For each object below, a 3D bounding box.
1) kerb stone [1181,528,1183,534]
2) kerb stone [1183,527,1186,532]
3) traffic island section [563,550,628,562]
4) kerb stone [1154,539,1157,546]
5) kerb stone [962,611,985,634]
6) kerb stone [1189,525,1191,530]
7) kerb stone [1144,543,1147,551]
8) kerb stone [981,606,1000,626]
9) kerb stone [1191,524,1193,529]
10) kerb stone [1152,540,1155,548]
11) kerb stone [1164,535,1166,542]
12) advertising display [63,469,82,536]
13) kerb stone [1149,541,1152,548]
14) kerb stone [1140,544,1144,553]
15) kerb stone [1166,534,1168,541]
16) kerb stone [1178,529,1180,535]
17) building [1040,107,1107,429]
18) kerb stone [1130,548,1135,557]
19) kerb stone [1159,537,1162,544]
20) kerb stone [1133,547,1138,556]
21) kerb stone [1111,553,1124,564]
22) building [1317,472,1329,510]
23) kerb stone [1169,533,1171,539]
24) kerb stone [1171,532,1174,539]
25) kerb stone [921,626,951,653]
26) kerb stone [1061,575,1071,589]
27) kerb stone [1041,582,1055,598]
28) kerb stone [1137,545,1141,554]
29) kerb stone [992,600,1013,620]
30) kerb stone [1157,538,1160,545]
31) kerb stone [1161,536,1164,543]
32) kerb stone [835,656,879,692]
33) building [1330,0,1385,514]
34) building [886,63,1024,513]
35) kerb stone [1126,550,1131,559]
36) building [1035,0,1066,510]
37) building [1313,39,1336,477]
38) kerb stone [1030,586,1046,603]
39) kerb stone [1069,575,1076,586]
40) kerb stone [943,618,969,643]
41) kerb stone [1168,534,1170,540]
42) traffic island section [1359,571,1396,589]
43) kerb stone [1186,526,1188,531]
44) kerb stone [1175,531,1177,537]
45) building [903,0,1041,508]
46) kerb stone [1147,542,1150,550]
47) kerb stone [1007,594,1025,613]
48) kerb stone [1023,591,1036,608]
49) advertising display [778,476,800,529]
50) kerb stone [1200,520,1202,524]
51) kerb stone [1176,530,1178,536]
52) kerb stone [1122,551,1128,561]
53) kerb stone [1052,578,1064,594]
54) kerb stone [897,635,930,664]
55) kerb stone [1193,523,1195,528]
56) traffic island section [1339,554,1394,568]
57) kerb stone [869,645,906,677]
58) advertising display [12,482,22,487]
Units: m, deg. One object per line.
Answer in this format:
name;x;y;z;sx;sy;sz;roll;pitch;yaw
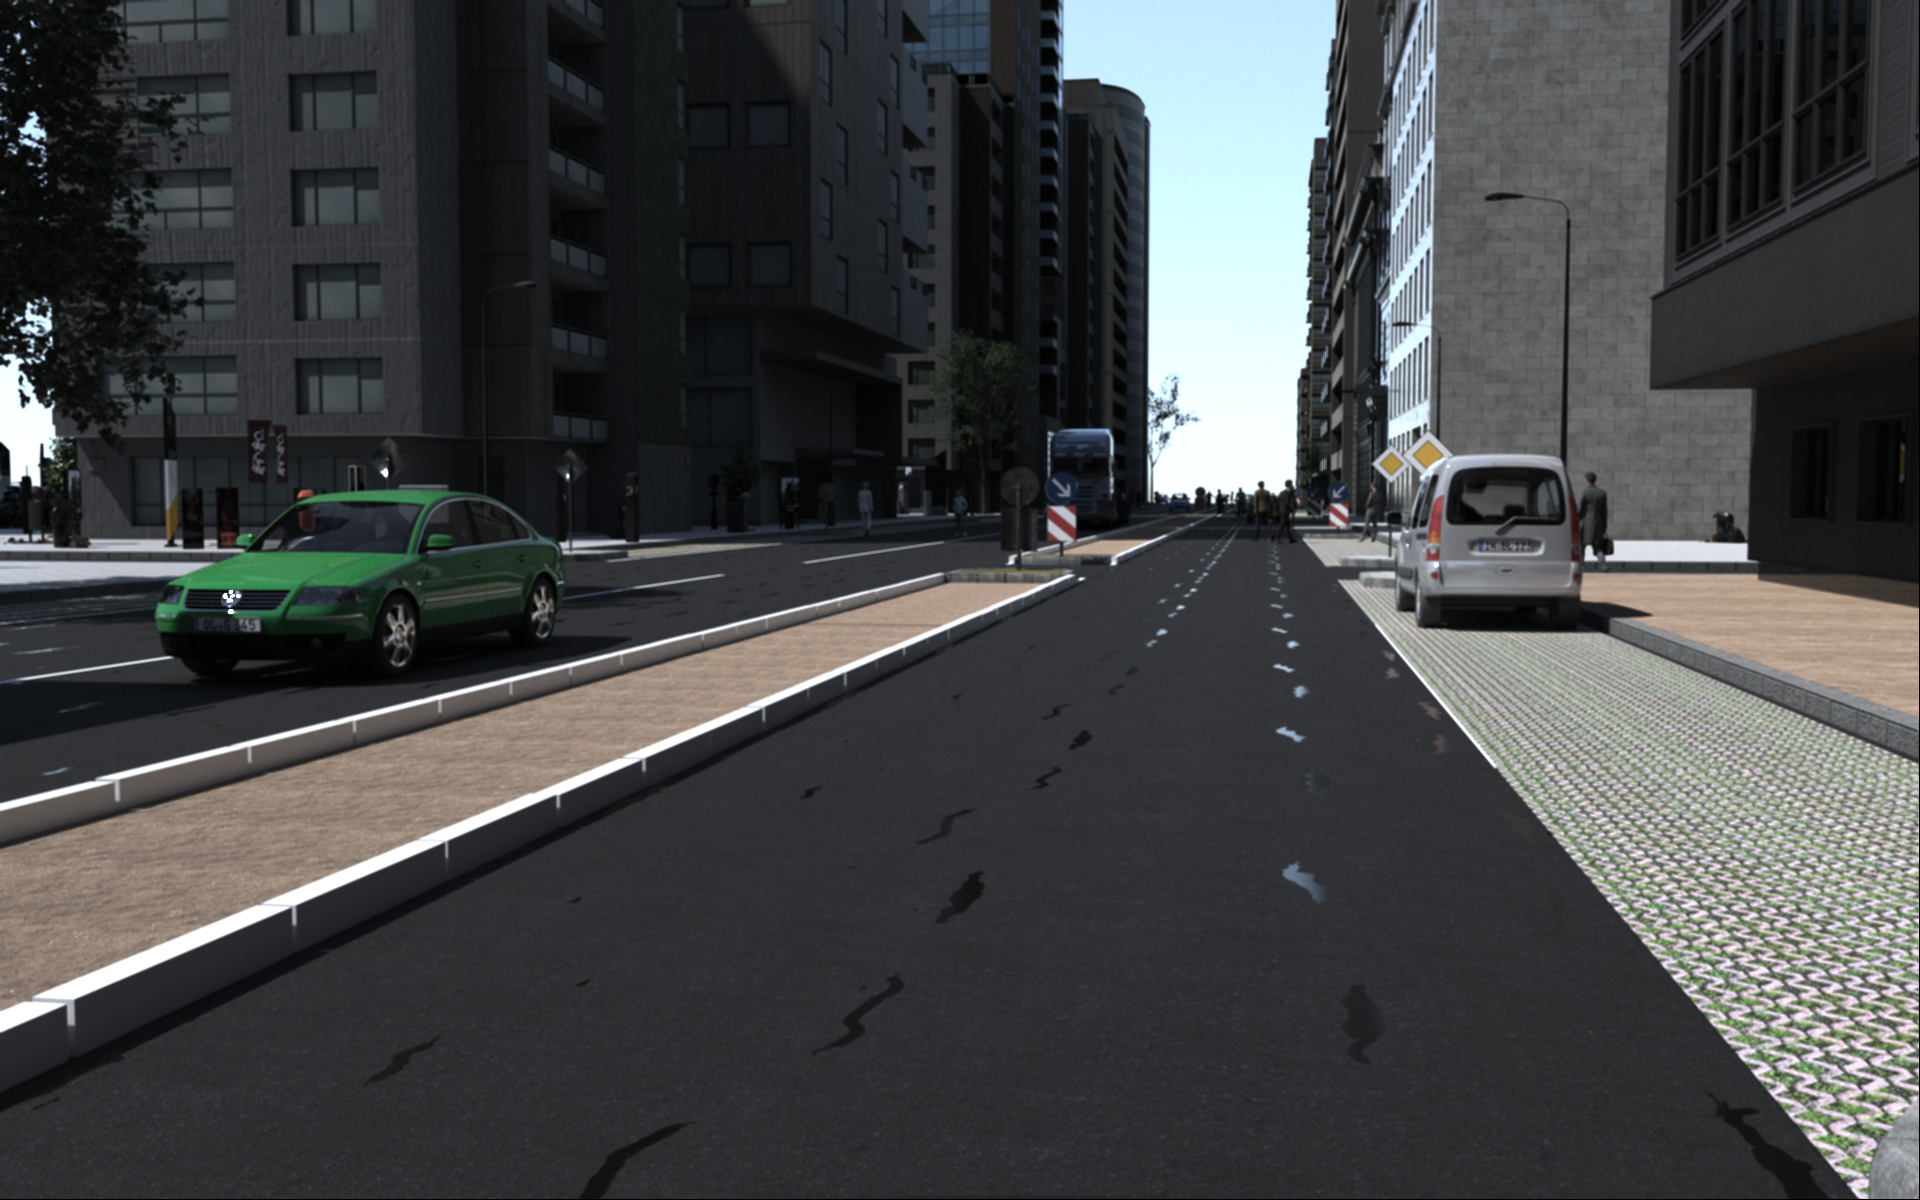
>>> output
kerb stone;7.678;-2.375;61.023;0.120;0.150;1.000;1;4;10
kerb stone;8.036;-2.498;63.042;0.120;0.150;1.000;1;4;10
traffic island section;-8.592;-0.970;38.139;2.009;0.180;2.903;1;4;10
kerb stone;5.187;-1.509;46.911;0.120;0.150;1.000;1;4;10
kerb stone;0.094;0.254;18.047;0.120;0.150;1.000;1;4;10
kerb stone;8.749;-2.741;67.069;0.120;0.150;1.000;1;4;10
kerb stone;4.477;-1.265;42.875;0.120;0.150;1.000;1;4;10
kerb stone;0.272;0.198;19.057;0.120;0.150;1.000;1;4;10
kerb stone;9.098;-2.868;69.083;0.120;0.150;1.000;1;4;10
kerb stone;5.006;-1.450;45.903;0.120;0.150;1.000;1;4;10
kerb stone;5.901;-1.758;50.936;0.120;0.150;1.000;1;4;10
advertising display;-22.612;-2.381;44.147;0.123;1.923;0.974;-1;4;-9
kerb stone;4.832;-1.388;44.897;0.120;0.150;1.000;1;4;10
kerb stone;4.295;-1.203;41.866;0.120;0.150;1.000;1;4;10
kerb stone;6.071;-1.819;51.944;0.120;0.150;1.000;1;4;10
kerb stone;7.317;-2.251;59.006;0.120;0.150;1.000;1;4;10
building;7.507;-30.330;179.486;14.154;41.232;14.086;1;4;10
kerb stone;3.762;-1.012;38.847;0.120;0.150;1.000;1;4;10
kerb stone;5.540;-1.635;48.924;0.120;0.150;1.000;1;4;10
kerb stone;3.946;-1.080;39.852;0.120;0.150;1.000;1;4;10
kerb stone;3.228;-0.828;35.799;0.120;0.150;1.000;1;4;10
building;45.407;-27.320;138.557;32.217;40.220;23.993;1;4;10
kerb stone;6.424;-1.944;53.972;0.120;0.150;1.000;1;4;10
kerb stone;6.611;-2.003;54.978;0.120;0.150;1.000;1;4;10
kerb stone;-0.258;0.378;16.018;0.120;0.150;1.000;1;4;10
kerb stone;1.522;-0.241;26.142;0.120;0.150;1.000;1;4;10
kerb stone;1.165;-0.118;24.126;0.120;0.150;1.000;1;4;10
kerb stone;4.120;-1.141;40.859;0.120;0.150;1.000;1;4;10
kerb stone;0.456;0.130;20.069;0.120;0.150;1.000;1;4;10
kerb stone;5.365;-1.572;47.918;0.120;0.150;1.000;1;4;10
kerb stone;5.725;-1.696;49.929;0.120;0.150;1.000;1;4;10
kerb stone;-0.794;0.563;12.992;0.120;0.150;1.000;1;4;10
building;36.491;-30.157;116.765;21.300;48.544;21.600;1;4;10
building;-3.476;-21.332;120.476;14.160;30.474;14.107;1;4;10
kerb stone;3.581;-0.957;37.835;0.120;0.150;1.000;1;4;10
building;-1.198;-51.628;156.786;22.319;86.520;31.000;1;4;10
building;46.391;-33.412;165.896;23.786;49.044;30.456;1;4;10
kerb stone;0.996;-0.052;23.118;0.120;0.150;1.000;1;4;10
kerb stone;1.703;-0.300;27.148;0.120;0.150;1.000;1;4;10
kerb stone;-0.079;0.316;17.039;0.120;0.150;1.000;1;4;10
kerb stone;6.254;-1.881;52.954;0.120;0.150;1.000;1;4;10
traffic island section;7.346;-0.302;27.226;2.009;0.180;2.903;1;4;10
kerb stone;8.394;-2.621;65.054;0.120;0.150;1.000;1;4;10
kerb stone;6.963;-2.128;56.993;0.120;0.150;1.000;1;4;10
building;-1.523;-29.633;134.604;14.600;45.320;14.200;1;4;10
kerb stone;4.660;-1.326;43.889;0.120;0.150;1.000;1;4;10
kerb stone;0.633;0.068;21.090;0.120;0.150;1.000;1;4;10
kerb stone;0.813;0.014;22.112;0.120;0.150;1.000;1;4;10
advertising display;-6.220;-3.541;63.117;0.123;1.923;0.974;3;5;41
kerb stone;10.873;-3.485;79.177;0.120;0.150;1.000;1;4;10
kerb stone;7.137;-2.188;58.000;0.120;0.150;1.000;1;4;10
kerb stone;3.409;-0.893;36.811;0.120;0.150;1.000;1;4;10
kerb stone;1.349;-0.176;25.132;0.120;0.150;1.000;1;4;10
kerb stone;-0.433;0.439;15.011;0.120;0.150;1.000;1;4;10
kerb stone;9.456;-2.988;71.100;0.120;0.150;1.000;1;4;10
traffic island section;8.732;-0.783;35.091;2.009;0.180;2.903;1;4;10
kerb stone;-0.619;0.501;14.006;0.120;0.150;1.000;1;4;10
advertising display;-50.254;-5.329;92.350;0.974;1.923;0.123;3;5;39
